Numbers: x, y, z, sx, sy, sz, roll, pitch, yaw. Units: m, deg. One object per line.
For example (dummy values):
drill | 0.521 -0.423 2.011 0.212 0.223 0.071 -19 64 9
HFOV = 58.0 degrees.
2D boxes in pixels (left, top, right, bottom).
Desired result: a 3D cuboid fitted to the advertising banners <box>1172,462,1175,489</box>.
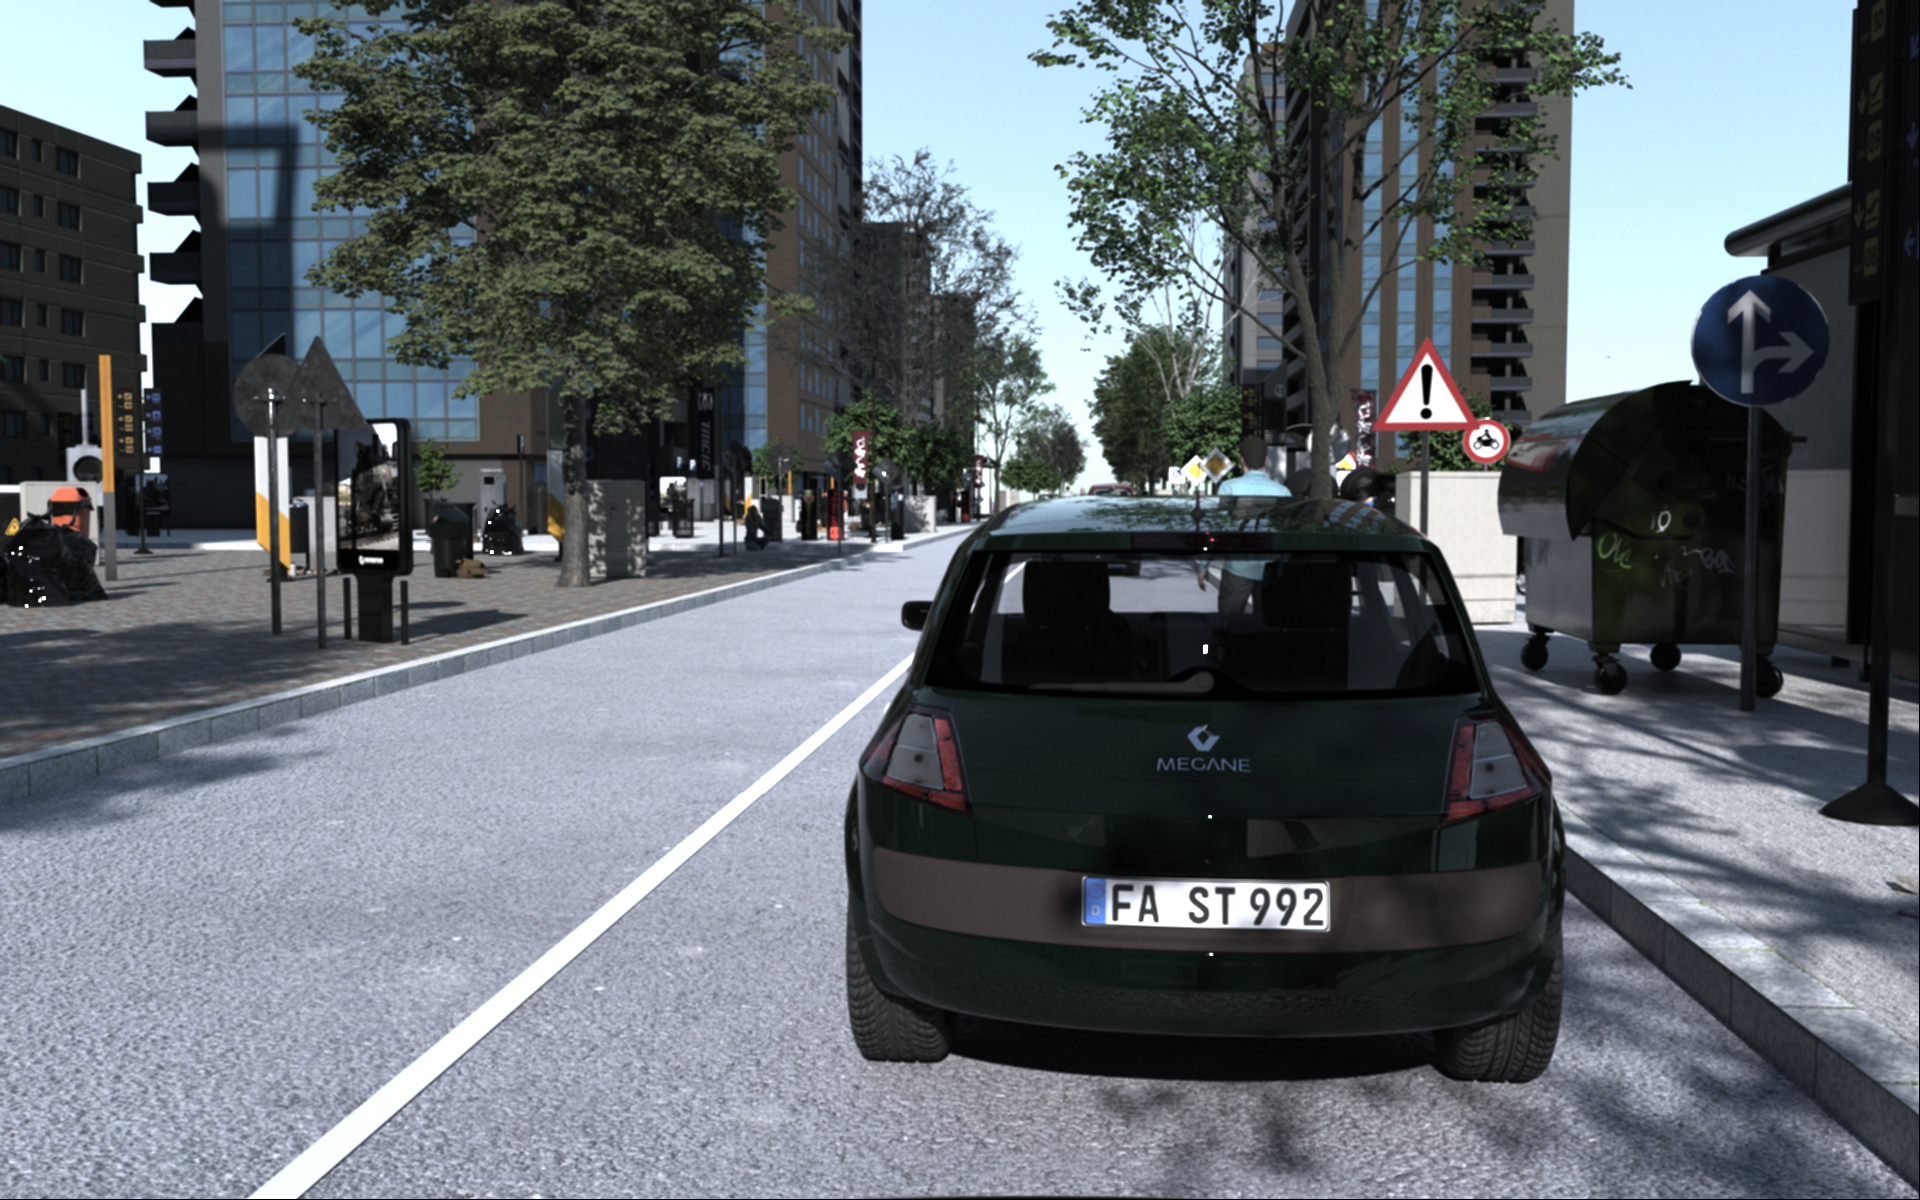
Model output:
advertising banners | 11.458 -6.064 95.336 0.090 3.025 2.074 -1 4 -15

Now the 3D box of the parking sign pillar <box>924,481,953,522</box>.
parking sign pillar | -1.010 -5.688 81.473 1.447 3.967 1.447 -1 4 -20

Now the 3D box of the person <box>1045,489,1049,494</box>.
person | 5.699 -6.413 113.575 0.641 1.798 0.478 -1 4 -13

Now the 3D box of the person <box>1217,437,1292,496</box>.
person | 1.980 -0.202 11.816 0.660 1.820 0.620 -1 4 -13

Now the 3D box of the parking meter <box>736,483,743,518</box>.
parking meter | -11.614 -5.227 91.176 0.255 1.863 0.399 -3 5 -43

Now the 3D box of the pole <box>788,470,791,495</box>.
pole | -9.201 -6.095 93.499 0.158 3.312 0.155 0 3 0

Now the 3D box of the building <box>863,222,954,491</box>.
building | -16.733 -33.039 232.073 32.217 40.220 23.993 0 4 5

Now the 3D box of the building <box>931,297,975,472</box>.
building | -5.210 -30.147 264.610 14.160 30.474 14.107 0 4 5

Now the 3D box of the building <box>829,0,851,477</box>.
building | -23.495 -33.422 135.693 28.713 52.752 27.495 0 4 5

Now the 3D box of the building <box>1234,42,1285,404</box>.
building | 47.663 -42.257 232.907 21.231 58.520 28.212 0 4 5

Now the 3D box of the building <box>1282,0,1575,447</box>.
building | 40.268 -32.336 152.397 21.300 48.544 21.600 0 4 5

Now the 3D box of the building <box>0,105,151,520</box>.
building | -57.106 -14.117 75.846 28.899 21.520 27.650 0 4 5

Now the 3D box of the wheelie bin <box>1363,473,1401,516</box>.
wheelie bin | 6.413 -1.073 25.449 0.980 1.594 0.693 -1 4 -11

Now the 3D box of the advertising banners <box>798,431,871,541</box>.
advertising banners | -3.447 -3.139 47.512 2.074 3.025 0.090 1 4 12

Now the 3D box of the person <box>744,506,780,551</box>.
person | -4.639 -1.607 40.270 0.738 1.151 1.012 3 4 38

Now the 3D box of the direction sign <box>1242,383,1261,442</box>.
direction sign | 6.127 -2.671 35.674 0.876 3.537 0.379 -2 4 -34

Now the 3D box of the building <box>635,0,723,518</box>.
building | -20.908 -19.494 90.433 14.160 30.474 14.107 0 4 5

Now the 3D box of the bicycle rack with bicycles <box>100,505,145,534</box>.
bicycle rack with bicycles | -27.725 -2.626 56.317 2.852 0.926 2.925 -1 4 -21

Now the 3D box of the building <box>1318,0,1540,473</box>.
building | 35.858 -29.653 134.938 14.600 45.320 14.200 0 4 5

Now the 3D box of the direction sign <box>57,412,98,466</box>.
direction sign | -24.493 -3.428 48.045 0.876 3.537 0.379 -1 4 -21

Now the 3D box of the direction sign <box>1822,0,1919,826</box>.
direction sign | 3.631 -0.903 6.761 0.379 3.537 0.876 1 4 9

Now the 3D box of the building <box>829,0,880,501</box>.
building | -17.521 -44.065 158.719 20.563 71.187 20.611 0 4 5

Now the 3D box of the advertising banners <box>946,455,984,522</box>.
advertising banners | 0.225 -5.024 78.331 2.074 3.025 0.090 3 4 36

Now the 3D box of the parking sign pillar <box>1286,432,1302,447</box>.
parking sign pillar | 10.717 -4.234 57.693 1.447 3.967 1.447 1 4 10

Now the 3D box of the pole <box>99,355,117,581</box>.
pole | -12.556 -1.938 25.526 0.158 3.312 0.155 0 3 0

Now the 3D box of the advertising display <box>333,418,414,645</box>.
advertising display | -5.068 -0.597 14.969 0.974 1.923 0.123 3 4 38

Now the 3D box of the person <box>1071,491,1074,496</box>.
person | 11.788 -10.549 181.699 0.721 1.743 1.217 3 5 44

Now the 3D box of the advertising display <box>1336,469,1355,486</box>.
advertising display | 10.108 -2.397 44.411 0.974 1.923 0.123 2 4 28

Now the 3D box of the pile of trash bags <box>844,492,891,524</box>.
pile of trash bags | -3.771 -3.994 75.047 3.447 1.369 1.912 1 4 9

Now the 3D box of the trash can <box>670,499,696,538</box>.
trash can | -8.053 -2.367 50.350 0.748 1.137 0.748 0 3 0

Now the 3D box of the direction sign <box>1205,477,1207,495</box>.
direction sign | 14.116 -6.395 96.560 0.379 3.537 0.876 -3 5 -40

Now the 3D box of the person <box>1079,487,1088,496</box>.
person | 6.510 -5.052 91.289 0.537 1.800 0.526 0 4 8

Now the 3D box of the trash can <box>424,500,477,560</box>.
trash can | -8.307 -1.027 28.437 0.748 1.137 0.748 0 3 0

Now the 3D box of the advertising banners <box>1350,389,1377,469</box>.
advertising banners | 7.456 -2.029 29.359 2.074 3.025 0.090 -1 4 -23

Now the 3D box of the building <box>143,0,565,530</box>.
building | -21.479 -25.549 67.837 14.600 45.320 14.200 0 4 5

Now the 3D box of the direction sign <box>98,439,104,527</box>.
direction sign | -33.147 -4.574 66.790 0.379 3.537 0.876 1 4 18

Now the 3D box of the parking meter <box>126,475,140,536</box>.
parking meter | -25.533 -2.920 53.457 0.255 1.863 0.399 -1 4 -9

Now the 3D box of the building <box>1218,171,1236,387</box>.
building | 54.004 -41.116 261.481 28.713 52.752 27.495 0 4 5

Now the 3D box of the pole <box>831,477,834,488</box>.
pole | -6.650 -5.897 90.255 0.158 3.312 0.155 0 3 0

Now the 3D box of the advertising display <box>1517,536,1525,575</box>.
advertising display | 8.971 -1.370 27.612 0.123 1.923 0.974 0 4 -1

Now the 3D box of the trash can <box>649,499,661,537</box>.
trash can | -9.297 -2.457 51.833 0.748 1.137 0.748 0 3 0

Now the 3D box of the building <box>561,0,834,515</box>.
building | -16.129 -28.236 111.768 14.600 45.320 14.200 0 4 5

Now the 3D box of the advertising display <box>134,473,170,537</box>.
advertising display | -24.378 -2.878 52.274 0.974 1.923 0.123 -2 4 -28

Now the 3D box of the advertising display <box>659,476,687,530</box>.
advertising display | -10.249 -3.467 61.891 0.974 1.923 0.123 0 4 -6

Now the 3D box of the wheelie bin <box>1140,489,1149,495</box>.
wheelie bin | 11.992 -6.434 113.103 0.693 1.594 0.980 0 4 1

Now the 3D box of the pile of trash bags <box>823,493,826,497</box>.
pile of trash bags | -7.087 -5.448 98.825 1.912 1.369 3.447 1 4 10

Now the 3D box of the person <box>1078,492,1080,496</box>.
person | 10.073 -8.266 143.513 0.709 1.838 0.599 1 4 20

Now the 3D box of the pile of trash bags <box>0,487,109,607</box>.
pile of trash bags | -11.296 -0.685 20.955 1.912 1.369 3.447 0 4 -8

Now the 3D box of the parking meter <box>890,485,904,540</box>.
parking meter | -1.765 -2.464 48.696 0.372 1.533 0.369 0 3 0

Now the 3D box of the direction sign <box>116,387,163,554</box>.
direction sign | -17.466 -2.748 36.934 0.876 3.537 0.379 -1 4 -22

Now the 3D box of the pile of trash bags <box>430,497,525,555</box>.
pile of trash bags | -10.927 -1.650 36.729 3.447 1.369 1.912 0 4 -5

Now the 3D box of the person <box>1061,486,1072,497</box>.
person | 5.493 -4.947 89.230 0.661 1.843 0.795 1 4 19

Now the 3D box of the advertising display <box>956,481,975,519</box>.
advertising display | 0.296 -5.062 87.984 0.974 1.923 0.123 1 4 16

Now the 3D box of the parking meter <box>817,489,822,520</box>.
parking meter | -7.039 -4.748 86.044 0.372 1.533 0.369 0 3 0

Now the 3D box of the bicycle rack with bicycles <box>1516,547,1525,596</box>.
bicycle rack with bicycles | 6.923 -0.482 21.256 2.852 0.926 2.925 0 4 -7
